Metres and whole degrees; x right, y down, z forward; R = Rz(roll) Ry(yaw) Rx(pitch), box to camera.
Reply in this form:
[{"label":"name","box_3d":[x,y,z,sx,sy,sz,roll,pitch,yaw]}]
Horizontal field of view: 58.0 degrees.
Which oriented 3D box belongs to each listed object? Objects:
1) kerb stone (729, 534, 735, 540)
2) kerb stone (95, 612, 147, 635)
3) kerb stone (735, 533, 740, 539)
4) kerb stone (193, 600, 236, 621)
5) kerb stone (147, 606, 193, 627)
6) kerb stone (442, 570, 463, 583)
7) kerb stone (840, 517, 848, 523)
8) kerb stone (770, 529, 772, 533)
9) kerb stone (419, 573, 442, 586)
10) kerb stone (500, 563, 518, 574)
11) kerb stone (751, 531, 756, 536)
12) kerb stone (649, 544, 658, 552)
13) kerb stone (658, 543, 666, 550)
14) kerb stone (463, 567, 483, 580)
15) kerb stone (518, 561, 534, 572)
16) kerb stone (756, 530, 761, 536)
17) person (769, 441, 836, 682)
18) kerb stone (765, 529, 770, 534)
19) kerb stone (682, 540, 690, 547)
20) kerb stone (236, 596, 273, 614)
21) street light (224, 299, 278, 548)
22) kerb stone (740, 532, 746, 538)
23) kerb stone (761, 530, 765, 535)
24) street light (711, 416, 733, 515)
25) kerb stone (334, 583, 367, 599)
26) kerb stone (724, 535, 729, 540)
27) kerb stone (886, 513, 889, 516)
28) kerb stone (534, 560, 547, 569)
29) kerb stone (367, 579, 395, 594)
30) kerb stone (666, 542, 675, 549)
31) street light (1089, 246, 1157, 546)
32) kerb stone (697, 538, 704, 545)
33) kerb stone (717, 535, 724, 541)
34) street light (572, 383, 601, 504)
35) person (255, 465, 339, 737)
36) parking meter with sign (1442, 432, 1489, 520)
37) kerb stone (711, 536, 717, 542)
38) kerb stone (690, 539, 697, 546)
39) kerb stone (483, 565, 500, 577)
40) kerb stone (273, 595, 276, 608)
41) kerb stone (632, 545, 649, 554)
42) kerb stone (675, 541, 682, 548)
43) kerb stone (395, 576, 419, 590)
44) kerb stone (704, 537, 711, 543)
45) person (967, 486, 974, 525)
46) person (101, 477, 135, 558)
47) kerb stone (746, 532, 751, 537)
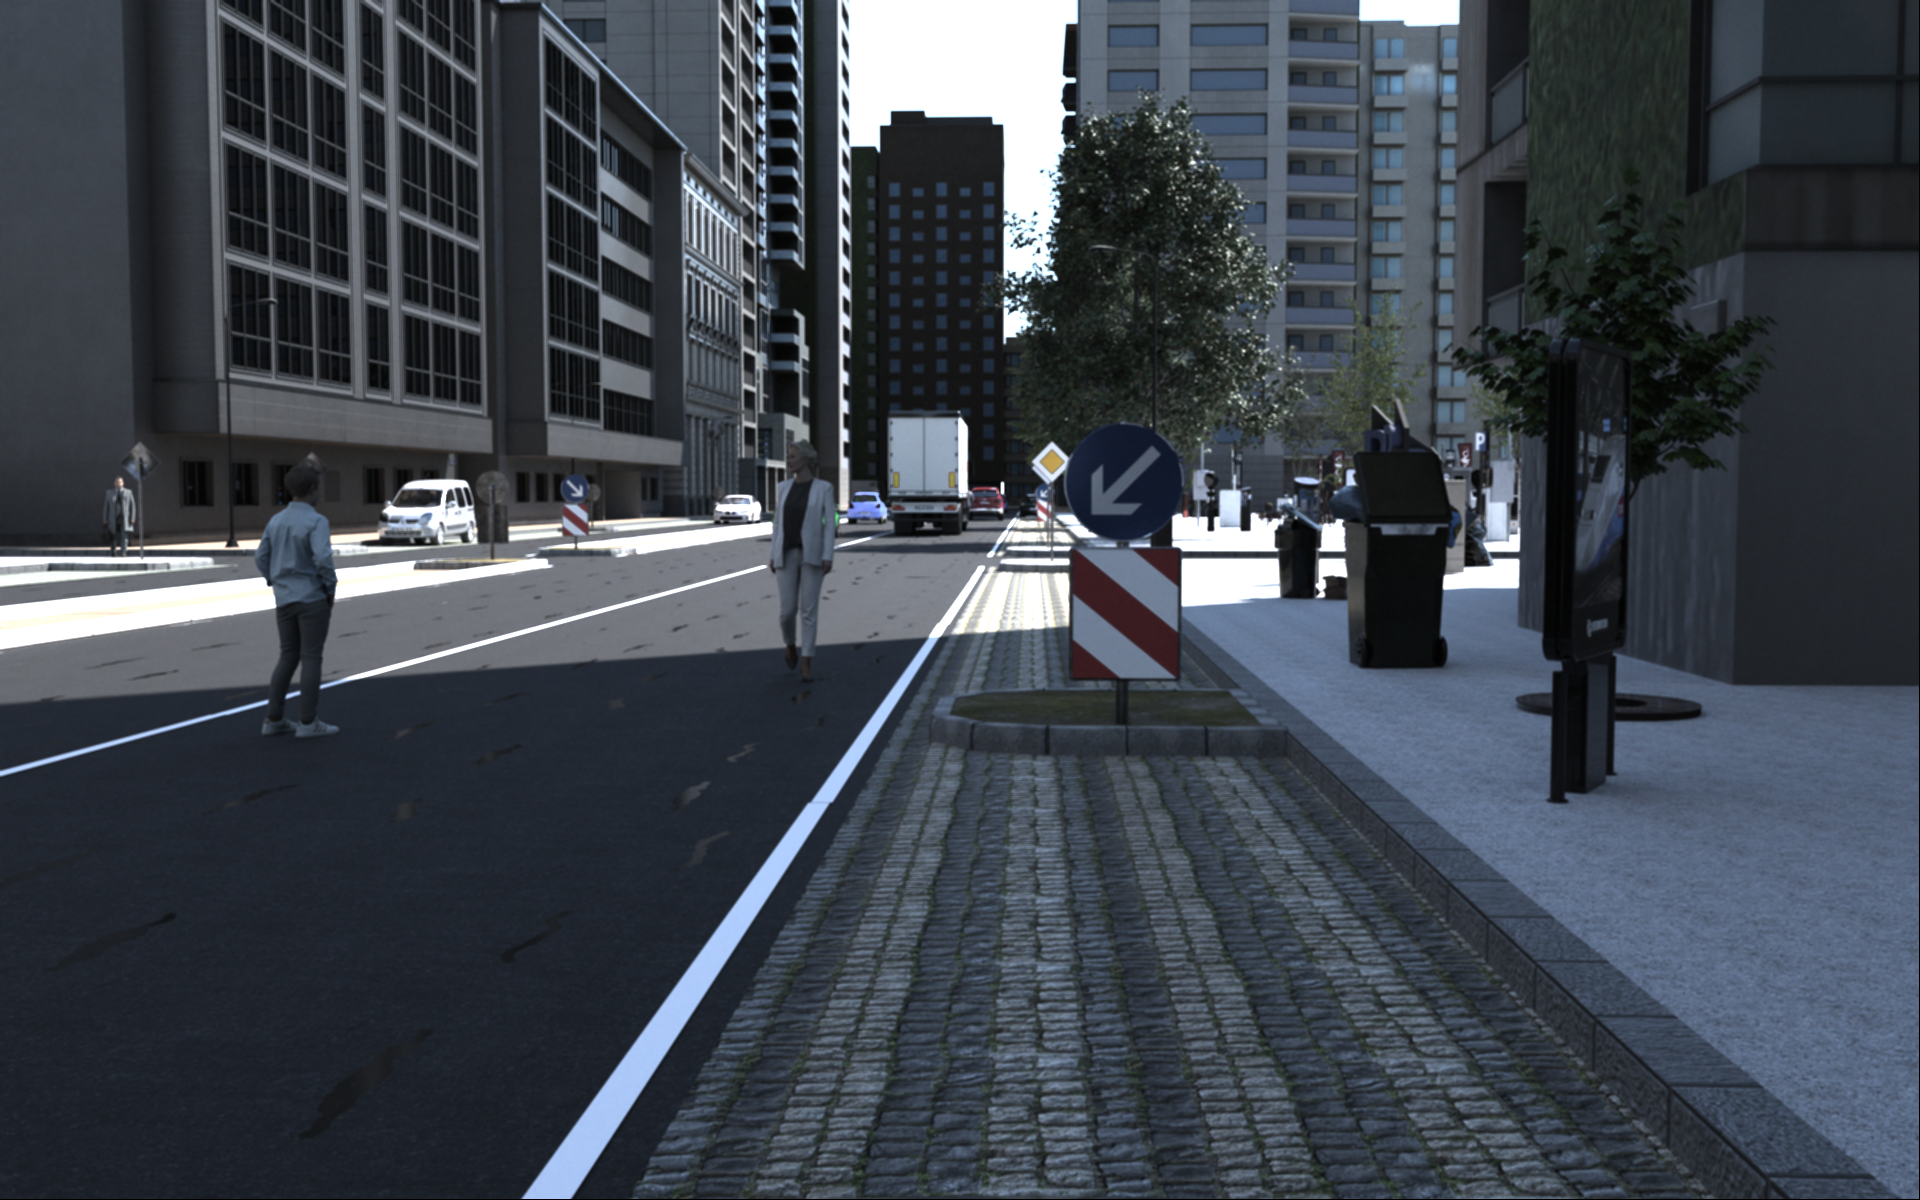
[{"label":"kerb stone","box_3d":[-7.292,-1.974,54.468,0.120,0.150,1.000,0,4,2]},{"label":"kerb stone","box_3d":[-8.810,0.259,18.038,0.120,0.150,1.000,0,4,2]},{"label":"kerb stone","box_3d":[-7.259,-2.036,55.490,0.120,0.150,1.000,0,4,2]},{"label":"kerb stone","box_3d":[-8.719,0.131,20.080,0.120,0.150,1.000,0,4,2]},{"label":"kerb stone","box_3d":[-8.773,0.192,19.059,0.120,0.150,1.000,0,4,2]},{"label":"kerb stone","box_3d":[-8.380,-0.372,28.284,0.120,0.150,1.000,0,4,2]},{"label":"kerb stone","box_3d":[-5.895,-4.042,88.288,0.120,0.150,1.000,0,4,2]},{"label":"kerb stone","box_3d":[-6.959,-2.469,62.693,0.120,0.150,1.000,0,4,2]},{"label":"kerb stone","box_3d":[-8.424,-0.310,27.257,0.120,0.150,1.000,0,4,2]},{"label":"kerb stone","box_3d":[-8.260,-0.561,31.365,0.120,0.150,1.000,0,4,2]},{"label":"kerb stone","box_3d":[-7.128,-2.225,58.575,0.120,0.150,1.000,0,4,2]},{"label":"kerb stone","box_3d":[-7.764,-1.284,43.189,0.120,0.150,1.000,0,4,2]},{"label":"kerb stone","box_3d":[-7.725,-1.347,44.213,0.120,0.150,1.000,0,4,2]},{"label":"kerb stone","box_3d":[-8.340,-0.435,29.305,0.120,0.150,1.000,0,4,2]},{"label":"kerb stone","box_3d":[-8.214,-0.624,32.395,0.120,0.150,1.000,0,4,2]},{"label":"kerb stone","box_3d":[-7.085,-2.288,59.606,0.120,0.150,1.000,0,4,2]},{"label":"person","box_3d":[-1.231,-0.314,13.517,0.514,1.842,0.818,0,4,-5]},{"label":"kerb stone","box_3d":[-6.999,-2.414,61.659,0.120,0.150,1.000,0,4,2]},{"label":"kerb stone","box_3d":[-7.593,-1.534,47.277,0.120,0.150,1.000,0,4,2]},{"label":"kerb stone","box_3d":[-8.679,0.066,21.109,0.120,0.150,1.000,0,4,2]},{"label":"street light","box_3d":[-16.939,-4.211,41.389,1.470,5.913,1.316,0,4,2]},{"label":"kerb stone","box_3d":[-7.216,-2.099,56.521,0.120,0.150,1.000,0,4,2]},{"label":"kerb stone","box_3d":[-7.040,-2.351,60.630,0.120,0.150,1.000,0,4,2]},{"label":"street light","box_3d":[-14.279,-8.023,103.719,1.470,5.913,1.316,0,4,2]},{"label":"kerb stone","box_3d":[-8.558,-0.114,24.173,0.120,0.150,1.000,0,4,2]},{"label":"kerb stone","box_3d":[-7.342,-1.910,53.447,0.120,0.150,1.000,0,4,2]},{"label":"kerb stone","box_3d":[-4.791,-5.668,114.917,0.120,0.150,1.000,0,4,2]},{"label":"kerb stone","box_3d":[-8.167,-0.685,33.428,0.120,0.150,1.000,0,4,2]},{"label":"kerb stone","box_3d":[-8.508,-0.180,25.199,0.120,0.150,1.000,0,4,2]},{"label":"kerb stone","box_3d":[-7.684,-1.405,45.235,0.120,0.150,1.000,0,4,2]},{"label":"street light","box_3d":[3.109,-3.670,32.539,1.470,5.913,1.316,0,4,2]},{"label":"kerb stone","box_3d":[-7.510,-1.657,49.339,0.120,0.150,1.000,0,4,2]},{"label":"kerb stone","box_3d":[-7.382,-1.849,52.419,0.120,0.150,1.000,0,4,2]},{"label":"street light","box_3d":[-15.709,-6.122,72.643,1.470,5.913,1.316,0,4,2]},{"label":"person","box_3d":[-3.888,0.003,10.259,0.589,1.601,0.330,2,4,33]},{"label":"parking meter with sign","box_3d":[13.798,-3.177,48.206,1.738,3.016,0.543,-1,4,-19]},{"label":"kerb stone","box_3d":[-7.425,-1.785,51.381,0.120,0.150,1.000,0,4,2]},{"label":"kerb stone","box_3d":[-7.561,-1.597,48.309,0.120,0.150,1.000,0,4,2]},{"label":"kerb stone","box_3d":[-8.304,-0.497,30.327,0.120,0.150,1.000,0,4,2]},{"label":"kerb stone","box_3d":[-8.642,0.008,22.130,0.120,0.150,1.000,0,4,2]},{"label":"kerb stone","box_3d":[-7.803,-1.221,42.155,0.120,0.150,1.000,0,4,2]},{"label":"kerb stone","box_3d":[-7.644,-1.469,46.256,0.120,0.150,1.000,0,4,2]},{"label":"kerb stone","box_3d":[-8.463,-0.246,26.221,0.120,0.150,1.000,0,4,2]},{"label":"kerb stone","box_3d":[-7.462,-1.723,50.360,0.120,0.150,1.000,0,4,2]},{"label":"person","box_3d":[0.332,-4.330,79.142,0.661,1.843,0.795,-1,4,-17]},{"label":"person","box_3d":[-18.610,-1.815,38.275,0.694,1.812,0.767,-2,4,-24]},{"label":"kerb stone","box_3d":[-7.171,-2.162,57.543,0.120,0.150,1.000,0,4,2]}]
